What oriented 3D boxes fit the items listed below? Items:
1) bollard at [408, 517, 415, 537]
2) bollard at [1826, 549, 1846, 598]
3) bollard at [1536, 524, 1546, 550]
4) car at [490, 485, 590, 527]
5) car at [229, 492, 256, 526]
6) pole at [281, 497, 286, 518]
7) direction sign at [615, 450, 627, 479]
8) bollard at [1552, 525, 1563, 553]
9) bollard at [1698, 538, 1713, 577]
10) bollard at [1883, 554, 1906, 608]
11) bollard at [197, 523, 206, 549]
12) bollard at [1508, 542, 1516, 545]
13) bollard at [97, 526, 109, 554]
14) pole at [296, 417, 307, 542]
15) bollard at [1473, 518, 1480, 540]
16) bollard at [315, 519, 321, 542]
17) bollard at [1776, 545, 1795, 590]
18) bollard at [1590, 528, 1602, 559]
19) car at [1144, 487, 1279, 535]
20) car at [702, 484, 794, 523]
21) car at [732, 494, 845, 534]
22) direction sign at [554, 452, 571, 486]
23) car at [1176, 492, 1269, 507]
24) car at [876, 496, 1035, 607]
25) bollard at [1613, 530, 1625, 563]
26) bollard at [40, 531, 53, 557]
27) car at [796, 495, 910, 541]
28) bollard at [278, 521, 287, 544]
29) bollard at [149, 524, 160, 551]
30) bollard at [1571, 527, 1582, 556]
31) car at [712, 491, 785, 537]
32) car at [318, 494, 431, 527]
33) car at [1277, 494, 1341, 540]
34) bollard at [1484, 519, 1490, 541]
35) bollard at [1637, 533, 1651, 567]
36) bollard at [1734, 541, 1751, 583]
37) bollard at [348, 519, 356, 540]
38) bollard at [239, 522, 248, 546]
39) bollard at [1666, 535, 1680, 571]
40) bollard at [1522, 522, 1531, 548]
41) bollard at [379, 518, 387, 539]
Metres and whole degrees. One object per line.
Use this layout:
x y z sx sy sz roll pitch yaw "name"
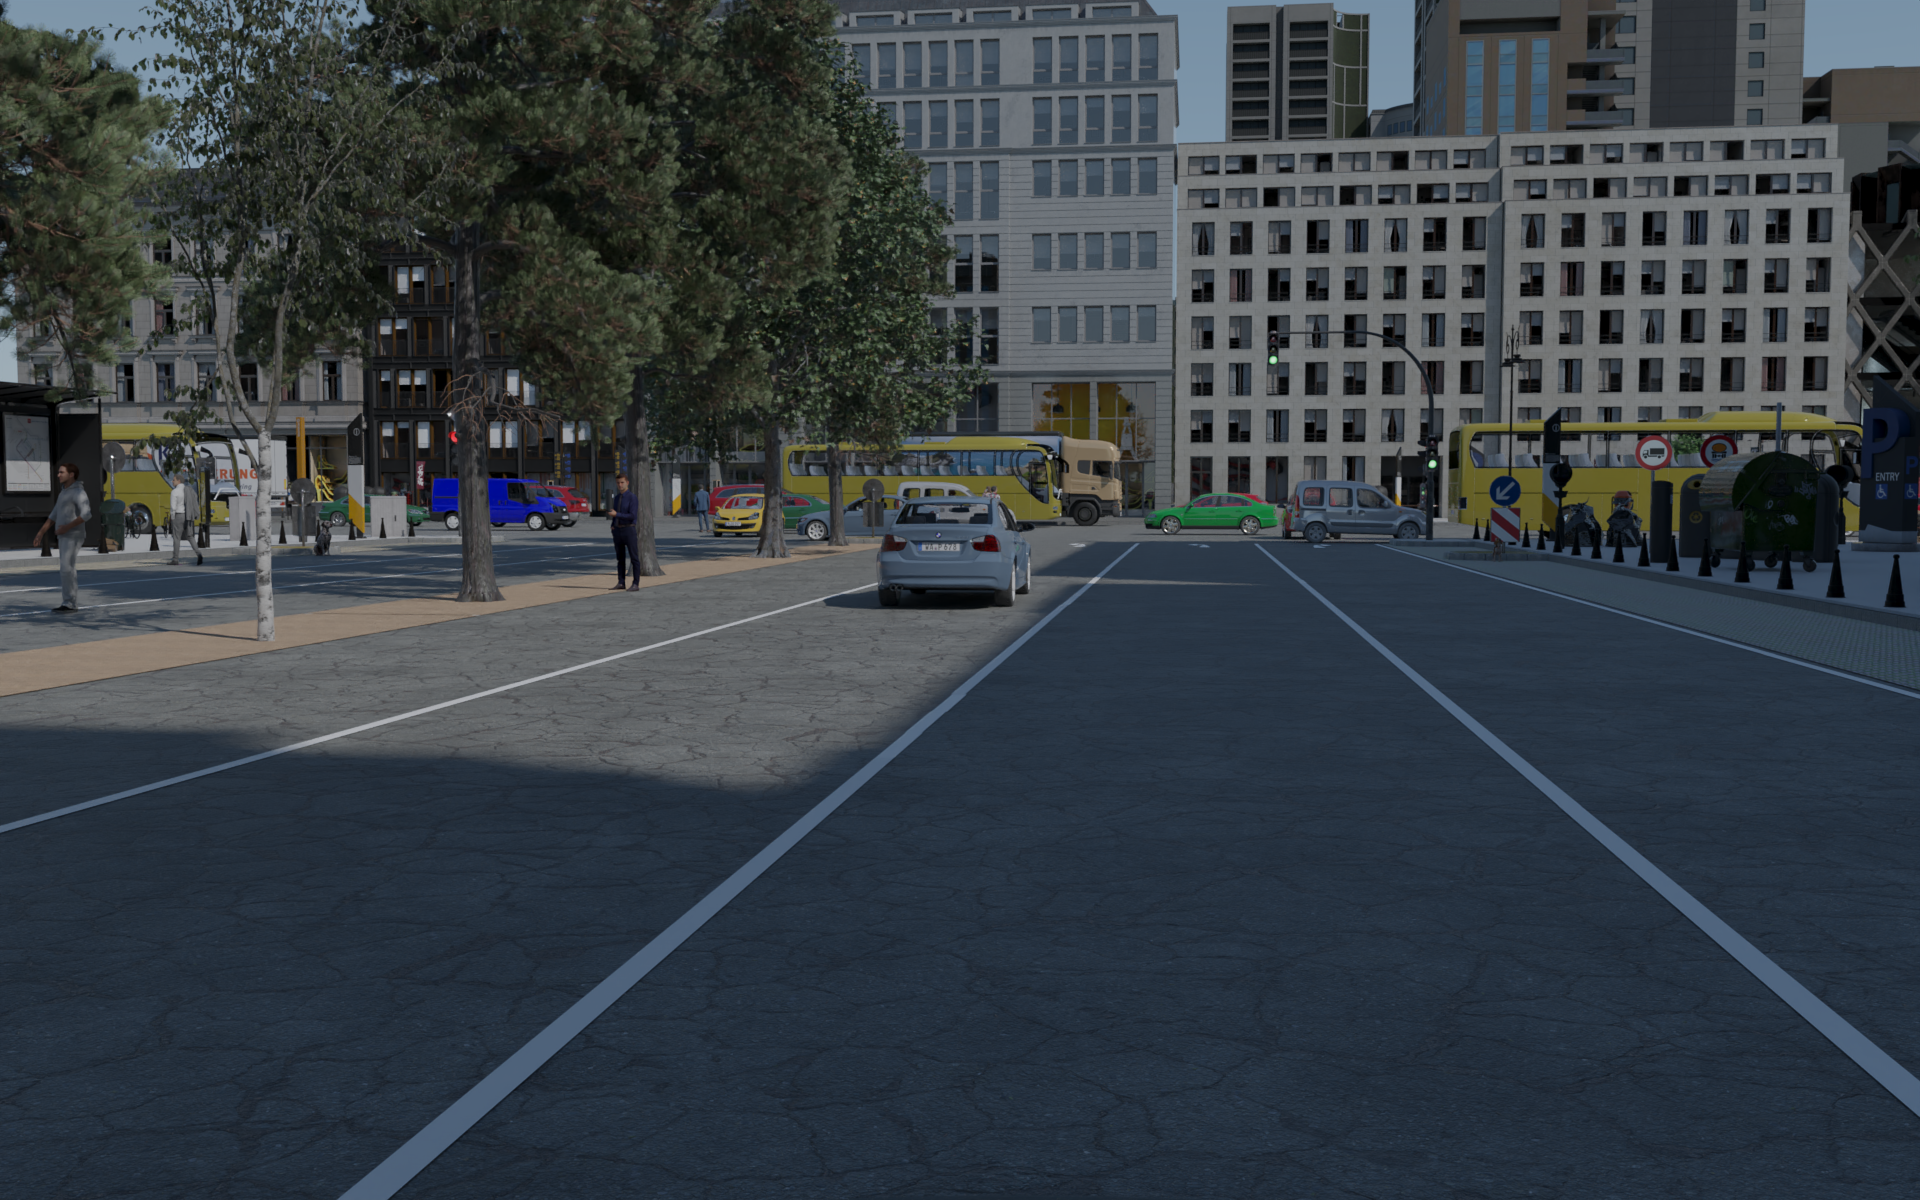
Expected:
-16.426 -2.191 51.863 0.229 0.601 0.229 0 3 0 "bollard"
10.859 -0.331 21.461 0.229 0.601 0.229 0 3 0 "bollard"
13.358 -1.452 39.789 0.229 0.601 0.229 0 3 0 "bollard"
-18.720 -4.053 74.938 5.304 1.827 2.281 0 4 7 "car"
-33.117 -4.145 76.807 4.494 1.783 2.155 0 4 8 "car"
-35.904 -5.992 91.806 0.158 3.312 0.155 0 3 0 "pole"
-17.473 -5.951 89.290 0.379 3.537 0.876 2 4 32 "direction sign"
13.107 -1.341 37.961 0.229 0.601 0.229 0 3 0 "bollard"
11.611 -0.669 26.974 0.229 0.601 0.229 0 3 0 "bollard"
10.606 -0.220 19.631 0.229 0.601 0.229 0 3 0 "bollard"
-17.924 -1.520 40.886 0.229 0.601 0.229 0 3 0 "bollard"
13.860 -1.677 43.456 0.229 0.601 0.229 0 3 0 "bollard"
-18.422 -1.296 37.226 0.229 0.601 0.229 0 3 0 "bollard"
-17.457 -3.185 45.922 0.158 3.312 0.155 0 3 0 "pole"
14.607 -2.013 48.962 0.229 0.601 0.229 0 3 0 "bollard"
-17.177 -1.855 46.375 0.229 0.601 0.229 0 3 0 "bollard"
11.106 -0.443 23.290 0.229 0.601 0.229 0 3 0 "bollard"
12.609 -1.117 34.302 0.229 0.601 0.229 0 3 0 "bollard"
8.843 -3.192 60.988 4.718 1.807 1.959 1 4 9 "car"
-7.427 -3.607 67.645 5.304 1.827 2.281 0 4 6 "car"
-6.499 -3.141 63.148 4.920 1.459 2.131 0 4 7 "car"
-21.203 -6.144 92.446 0.876 3.537 0.379 0 4 -4 "direction sign"
10.979 -3.959 73.771 4.494 1.783 2.155 0 4 6 "car"
-0.026 -0.696 23.385 2.014 1.417 4.499 0 4 6 "car"
12.354 -1.005 32.469 0.229 0.601 0.229 0 3 0 "bollard"
-18.677 -1.183 35.387 0.229 0.601 0.229 0 3 0 "bollard"
-2.793 -2.527 53.313 4.499 1.417 2.014 0 4 7 "car"
-17.427 -1.743 44.547 0.229 0.601 0.229 0 3 0 "bollard"
-18.174 -1.408 39.054 0.229 0.601 0.229 0 3 0 "bollard"
12.861 -1.229 36.132 0.229 0.601 0.229 0 3 0 "bollard"
-7.149 -2.959 58.596 2.015 1.641 3.980 0 4 8 "car"
-25.934 -3.983 76.913 4.920 1.459 2.131 0 4 6 "car"
11.369 -2.879 56.107 2.155 1.783 4.494 1 4 9 "car"
14.356 -1.900 47.114 0.229 0.601 0.229 0 3 0 "bollard"
12.106 -0.893 30.639 0.229 0.601 0.229 0 3 0 "bollard"
11.358 -0.556 25.131 0.229 0.601 0.229 0 3 0 "bollard"
-16.927 -1.967 48.204 0.229 0.601 0.229 0 3 0 "bollard"
-17.673 -1.632 42.718 0.229 0.601 0.229 0 3 0 "bollard"
11.860 -0.780 28.802 0.229 0.601 0.229 0 3 0 "bollard"
13.609 -1.564 41.617 0.229 0.601 0.229 0 3 0 "bollard"
-16.679 -2.079 50.035 0.229 0.601 0.229 0 3 0 "bollard"
